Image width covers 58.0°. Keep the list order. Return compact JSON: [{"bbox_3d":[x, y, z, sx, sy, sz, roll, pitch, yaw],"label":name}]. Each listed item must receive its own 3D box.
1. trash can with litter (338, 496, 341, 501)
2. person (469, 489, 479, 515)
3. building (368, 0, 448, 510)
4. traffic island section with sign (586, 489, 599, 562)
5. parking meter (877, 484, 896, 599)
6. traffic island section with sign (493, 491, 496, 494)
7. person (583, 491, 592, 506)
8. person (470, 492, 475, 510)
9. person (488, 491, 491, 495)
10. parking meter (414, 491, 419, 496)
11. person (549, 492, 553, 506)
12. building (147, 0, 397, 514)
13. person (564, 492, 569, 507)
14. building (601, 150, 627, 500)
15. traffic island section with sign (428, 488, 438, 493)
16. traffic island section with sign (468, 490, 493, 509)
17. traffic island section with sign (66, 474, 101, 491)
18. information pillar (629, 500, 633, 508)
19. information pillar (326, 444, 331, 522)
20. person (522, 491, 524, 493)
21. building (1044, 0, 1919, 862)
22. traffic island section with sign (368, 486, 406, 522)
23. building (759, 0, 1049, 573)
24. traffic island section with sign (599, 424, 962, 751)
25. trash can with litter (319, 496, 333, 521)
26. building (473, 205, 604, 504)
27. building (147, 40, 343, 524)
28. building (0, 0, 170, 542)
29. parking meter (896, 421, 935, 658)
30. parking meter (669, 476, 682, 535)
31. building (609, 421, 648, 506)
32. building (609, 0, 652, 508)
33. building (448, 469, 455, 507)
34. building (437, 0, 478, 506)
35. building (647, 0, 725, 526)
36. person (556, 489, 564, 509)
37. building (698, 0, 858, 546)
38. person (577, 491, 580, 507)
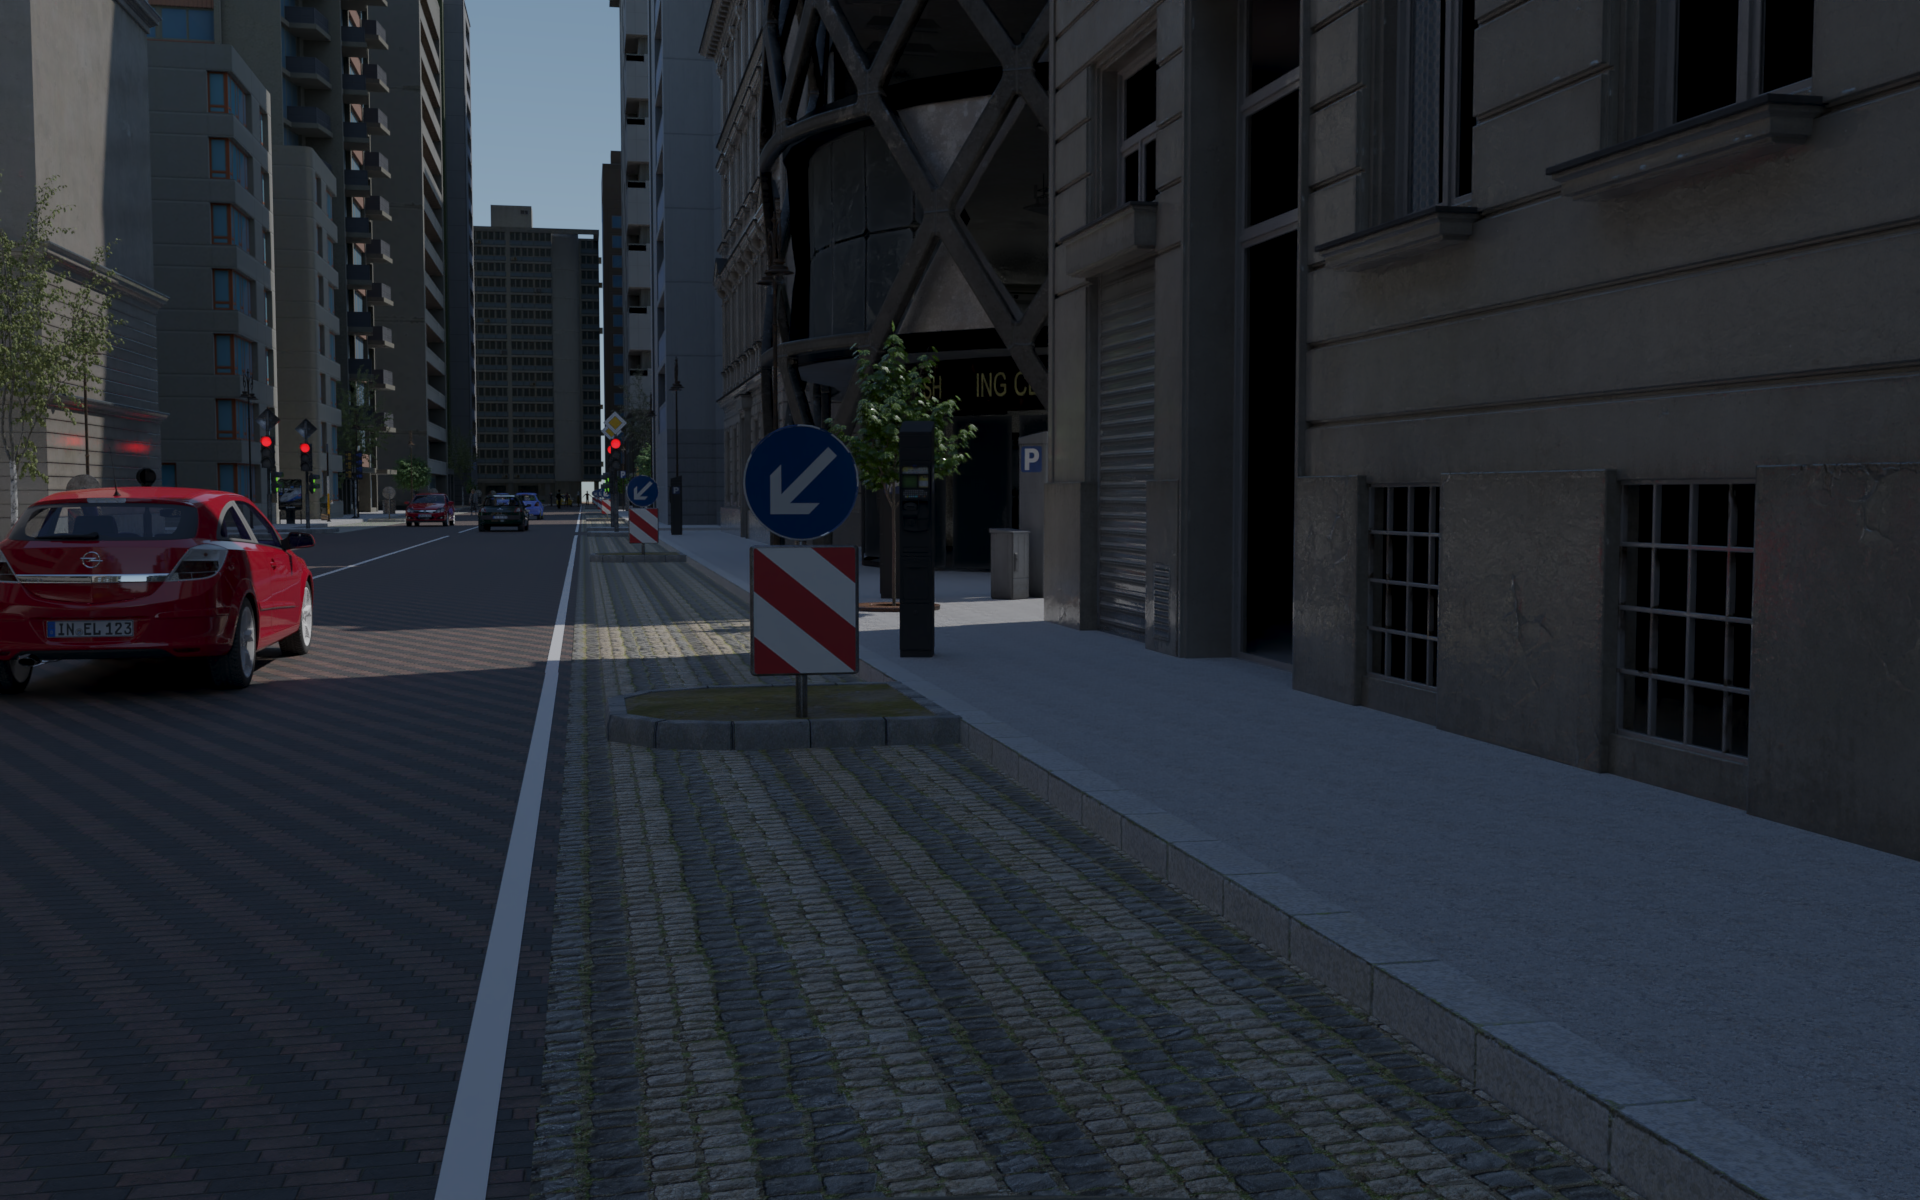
[{"bbox_3d":[-34.886,-5.183,96.128,1.055,1.170,0.624,-2,4,-26],"label":"trash can with litter"},{"bbox_3d":[-33.238,-6.722,118.585,0.709,1.800,0.728,1,4,8],"label":"person"},{"bbox_3d":[-55.086,-31.874,144.838,21.300,48.544,21.600,-1,4,-12],"label":"building"},{"bbox_3d":[-6.893,-1.732,36.944,1.989,1.847,2.006,-1,4,-12],"label":"traffic island section with sign"},{"bbox_3d":[-0.800,-0.952,21.284,0.399,1.863,0.255,1,4,15],"label":"parking meter"},{"bbox_3d":[-51.547,-11.180,191.417,1.989,1.847,2.006,-1,4,-12],"label":"traffic island section with sign"},{"bbox_3d":[-45.354,-12.378,210.835,1.348,1.831,0.705,-2,4,-32],"label":"person"},{"bbox_3d":[-43.318,-8.851,154.023,0.445,1.727,0.742,0,4,4],"label":"person"},{"bbox_3d":[-50.110,-10.746,184.911,1.217,1.743,0.721,-1,4,-18],"label":"person"},{"bbox_3d":[-43.113,-7.890,137.405,0.372,1.533,0.369,0,3,0],"label":"parking meter"},{"bbox_3d":[-47.991,-11.844,202.950,0.742,1.727,0.445,3,4,38],"label":"person"},{"bbox_3d":[-49.802,-28.093,113.951,22.147,44.769,28.867,-1,4,-12],"label":"building"},{"bbox_3d":[-43.052,-10.978,189.460,0.415,1.643,0.593,2,4,29],"label":"person"},{"bbox_3d":[-40.057,-35.462,229.915,14.200,45.320,14.600,-1,4,-12],"label":"building"},{"bbox_3d":[-34.956,-6.511,115.081,1.989,1.847,2.006,-1,4,-12],"label":"traffic island section with sign"},{"bbox_3d":[-45.704,-9.536,164.542,1.989,1.847,2.006,-1,4,-12],"label":"traffic island section with sign"},{"bbox_3d":[-17.351,-1.560,34.137,1.989,1.847,2.006,-1,4,-12],"label":"traffic island section with sign"},{"bbox_3d":[-23.225,-7.203,122.268,0.304,2.012,0.304,0,4,-6],"label":"information pillar"},{"bbox_3d":[-29.220,-5.427,80.078,0.183,3.616,0.504,-1,4,-21],"label":"information pillar"},{"bbox_3d":[-45.390,-10.429,179.732,1.217,1.735,0.721,-2,4,-27],"label":"person"},{"bbox_3d":[10.962,-10.471,4.492,16.112,22.955,30.059,-1,4,-12],"label":"building"},{"bbox_3d":[-29.223,-4.900,88.741,1.989,1.847,2.006,-1,4,-12],"label":"traffic island section with sign"},{"bbox_3d":[4.526,-10.128,33.047,16.820,18.784,16.811,-1,4,-12],"label":"building"},{"bbox_3d":[-1.162,-0.120,10.595,1.989,1.847,2.006,-1,4,-12],"label":"traffic island section with sign"},{"bbox_3d":[-30.852,-4.461,84.320,0.624,1.170,1.055,-1,4,-19],"label":"trash can with litter"},{"bbox_3d":[-60.850,-33.269,235.829,23.993,40.220,32.217,-1,4,-12],"label":"building"},{"bbox_3d":[-44.550,-14.256,78.127,27.650,21.520,28.899,-1,4,-12],"label":"building"},{"bbox_3d":[-40.411,-13.819,45.018,34.723,24.649,14.460,-1,4,-12],"label":"building"},{"bbox_3d":[-0.339,-0.487,13.679,0.255,1.863,0.399,0,4,3],"label":"parking meter"},{"bbox_3d":[-8.914,-2.972,54.310,0.399,1.863,0.255,-1,4,-10],"label":"parking meter"},{"bbox_3d":[-31.529,-46.928,205.516,20.563,71.187,20.611,-1,4,-12],"label":"building"},{"bbox_3d":[-17.967,-35.117,163.399,28.713,52.752,27.495,-1,4,-12],"label":"building"},{"bbox_3d":[-59.624,-44.432,164.720,20.563,71.187,20.611,-1,4,-12],"label":"building"},{"bbox_3d":[-70.246,-40.092,197.495,28.212,58.520,21.231,-1,4,-12],"label":"building"},{"bbox_3d":[0.659,-32.729,77.112,28.212,58.520,21.231,-1,4,-12],"label":"building"},{"bbox_3d":[-37.468,-9.414,162.046,0.705,1.869,1.348,-3,5,-43],"label":"person"},{"bbox_3d":[-1.678,-11.395,50.937,10.561,19.102,19.286,-1,4,-12],"label":"building"},{"bbox_3d":[-43.382,-11.455,196.520,0.721,1.736,1.217,0,4,-7],"label":"person"}]
